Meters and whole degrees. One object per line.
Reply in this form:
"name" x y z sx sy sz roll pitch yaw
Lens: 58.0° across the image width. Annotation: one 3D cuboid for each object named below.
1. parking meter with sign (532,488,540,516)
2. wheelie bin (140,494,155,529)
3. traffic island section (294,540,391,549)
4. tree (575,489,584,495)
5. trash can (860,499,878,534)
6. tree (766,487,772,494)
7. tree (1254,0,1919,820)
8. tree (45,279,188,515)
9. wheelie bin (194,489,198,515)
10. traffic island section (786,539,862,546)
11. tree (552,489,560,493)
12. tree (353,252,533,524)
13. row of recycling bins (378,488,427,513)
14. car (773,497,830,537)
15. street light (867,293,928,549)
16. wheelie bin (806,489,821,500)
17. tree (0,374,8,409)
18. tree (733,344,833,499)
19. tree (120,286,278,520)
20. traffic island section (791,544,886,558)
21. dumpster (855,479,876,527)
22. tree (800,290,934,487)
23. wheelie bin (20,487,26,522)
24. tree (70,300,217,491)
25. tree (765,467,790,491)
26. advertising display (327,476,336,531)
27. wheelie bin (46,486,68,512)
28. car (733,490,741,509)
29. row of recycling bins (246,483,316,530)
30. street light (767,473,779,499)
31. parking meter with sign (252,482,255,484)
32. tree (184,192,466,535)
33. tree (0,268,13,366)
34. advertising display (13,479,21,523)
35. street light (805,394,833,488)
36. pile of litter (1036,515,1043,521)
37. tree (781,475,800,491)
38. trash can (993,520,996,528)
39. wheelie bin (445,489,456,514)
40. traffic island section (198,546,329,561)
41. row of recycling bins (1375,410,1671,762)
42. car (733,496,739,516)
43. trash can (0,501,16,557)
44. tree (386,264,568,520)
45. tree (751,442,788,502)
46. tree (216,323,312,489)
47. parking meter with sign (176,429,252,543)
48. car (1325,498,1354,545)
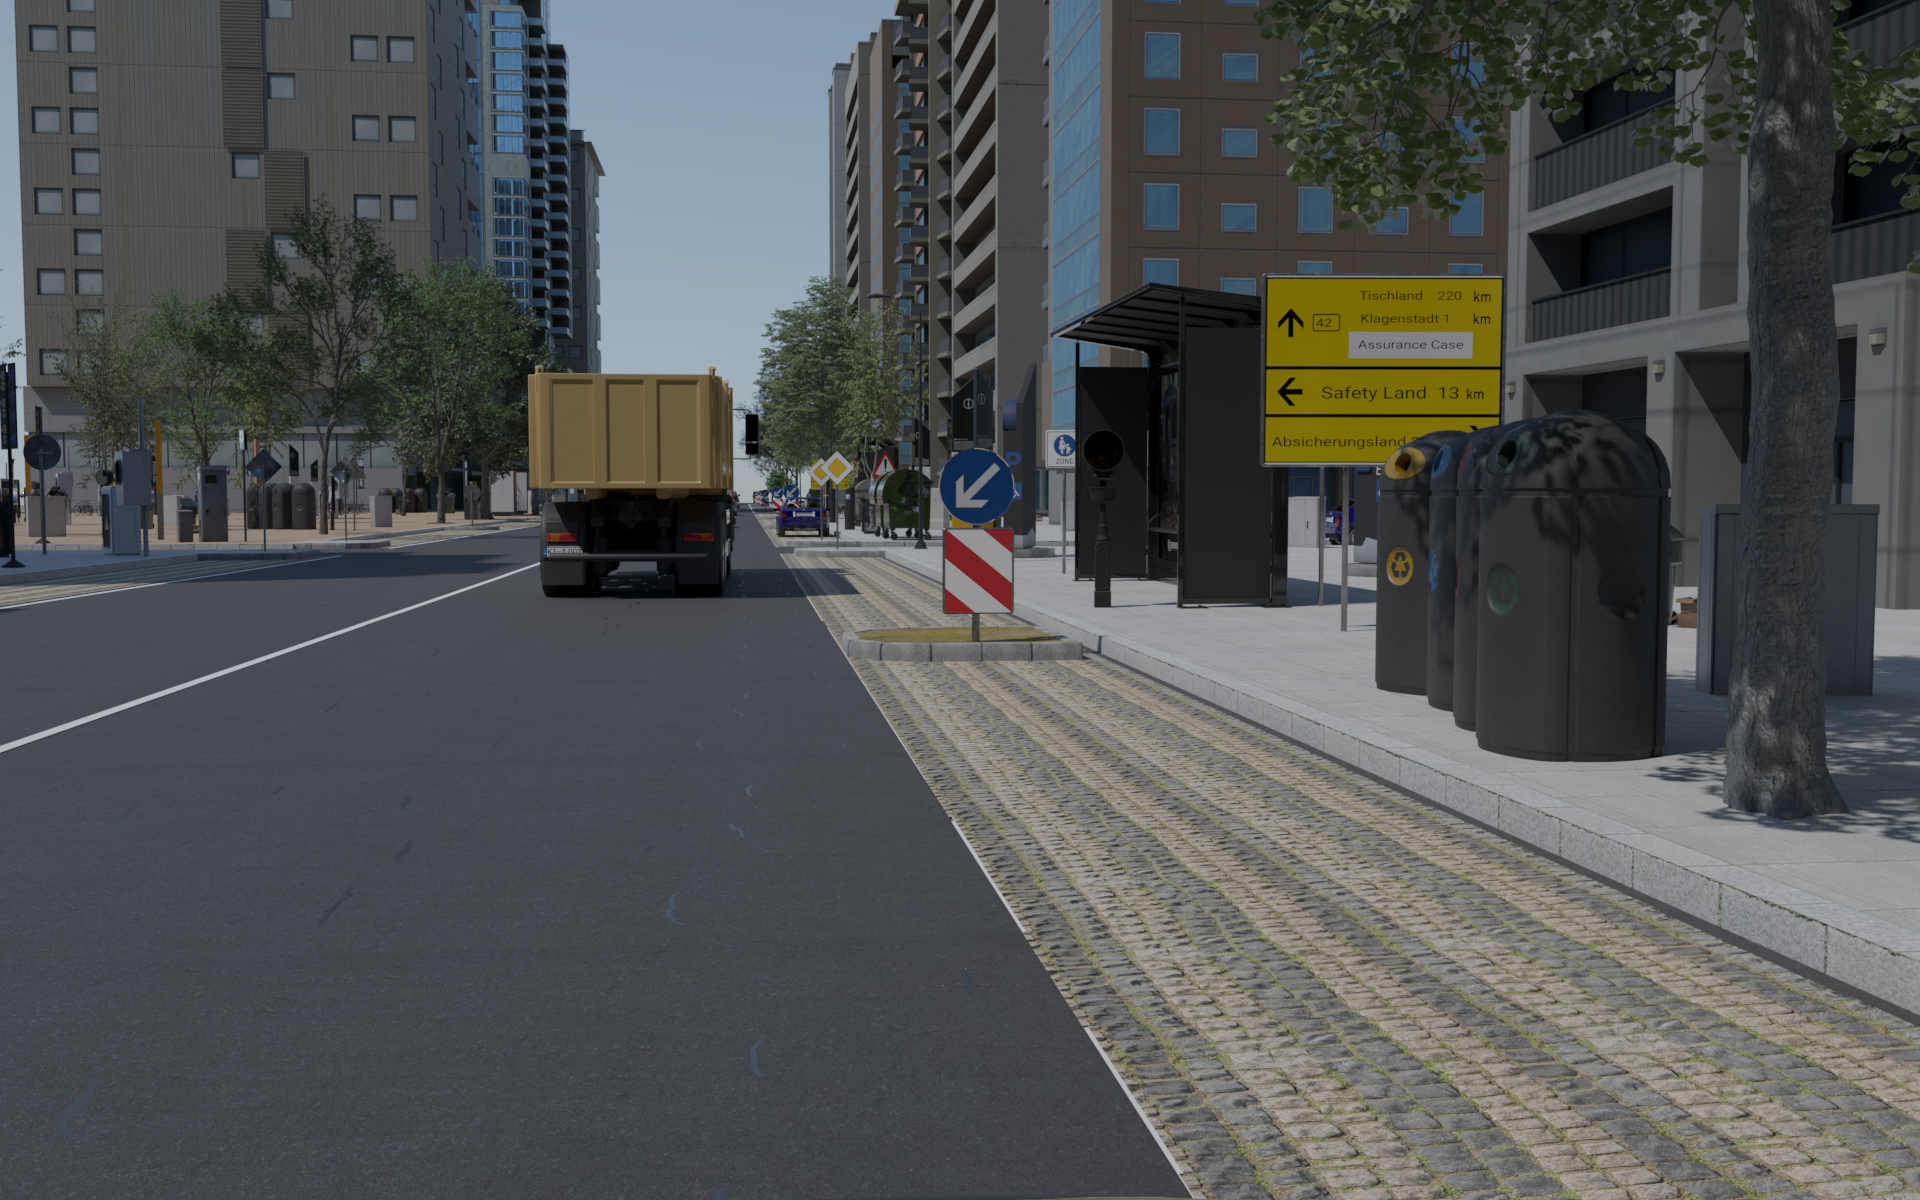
"parking meter with sign" -25.568 -6.607 104.289 0.543 3.016 1.738 -1 4 -12
"wheelie bin" -29.978 -3.399 63.483 0.693 1.594 0.980 0 4 -2
"traffic island section" -16.514 -1.484 46.537 2.009 0.180 2.903 0 4 -7
"tree" -30.992 -9.078 143.021 1.663 3.219 1.824 0 3 0
"trash can" -2.873 -2.702 55.825 0.748 1.137 0.748 0 3 0
"tree" -27.135 -15.566 249.108 1.663 3.219 1.824 0 3 0
"tree" 2.955 -5.428 6.868 7.486 12.596 7.792 0 3 0
"tree" -29.459 -6.717 60.191 4.360 8.622 3.978 0 3 0
"wheelie bin" -45.862 -5.920 104.699 0.693 1.594 0.980 2 4 28
"traffic island section" -3.822 -1.581 48.128 2.009 0.180 2.903 0 4 -7
"tree" -27.383 -7.450 116.410 1.663 3.219 1.824 0 3 0
"tree" -22.380 -9.103 74.596 9.928 11.665 9.643 0 3 0
"row of recycling bins" -37.684 -6.724 117.044 1.069 1.692 3.534 3 5 39
"car" -5.342 -2.813 58.572 1.945 1.354 3.894 0 4 -7
"street light" -1.456 -4.141 40.251 1.470 5.913 1.316 0 4 -7
"wheelie bin" -8.502 -5.657 100.407 0.980 1.594 0.693 -2 4 -34
"tree" -16.660 -2.649 27.025 4.285 4.588 4.351 0 3 0
"tree" -13.377 -14.072 140.441 12.009 13.543 11.850 0 3 0
"tree" -38.183 -9.890 87.450 9.928 11.665 9.643 0 3 0
"traffic island section" -2.822 -1.096 40.205 2.009 0.180 2.903 0 4 -7
"dumpster" -3.518 -3.818 68.184 1.264 1.857 1.865 0 4 -7
"tree" -3.136 -6.923 63.546 4.737 8.622 4.395 0 3 0
"wheelie bin" -42.164 -4.328 78.665 0.980 1.594 0.693 -1 4 -20
"tree" -32.195 -7.114 66.676 4.737 8.622 4.395 0 3 0
"tree" -21.783 -13.683 207.435 4.285 4.588 4.351 0 3 0
"advertising display" -22.219 -3.427 61.241 0.123 1.923 0.974 -2 4 -27
"wheelie bin" -36.380 -3.786 69.804 0.693 1.594 0.980 0 4 -2
"car" -22.938 -9.983 171.888 2.281 1.827 5.304 0 4 -6
"row of recycling bins" -24.772 -3.426 63.132 3.534 1.692 1.069 2 4 34
"street light" -21.397 -13.833 198.707 1.470 5.913 1.316 0 4 -7
"parking meter with sign" -45.809 -7.085 112.098 0.543 3.016 1.738 -2 4 -23
"tree" -20.199 -7.338 54.383 8.767 10.594 7.601 0 4 -7
"tree" -30.623 -6.241 52.409 4.360 8.622 3.978 0 3 0
"advertising display" -41.862 -4.357 76.450 0.974 1.923 0.123 2 4 24
"street light" -6.519 -6.609 80.598 1.470 5.913 1.316 0 4 -7
"pile of litter" 3.348 -4.093 80.893 1.719 0.858 1.176 -1 4 -20
"tree" -19.522 -12.331 196.213 1.663 3.219 1.824 0 3 0
"trash can" 0.541 -1.768 40.554 0.748 1.137 0.748 0 3 0
"wheelie bin" -33.579 -6.474 113.762 0.980 1.594 0.693 1 4 11
"traffic island section" -15.514 -0.999 38.615 2.009 0.180 2.903 0 4 -7
"row of recycling bins" 3.153 -0.174 9.964 1.069 1.692 3.534 0 4 3
"car" -15.684 -6.302 115.039 2.014 1.417 4.499 0 4 -7
"trash can" -19.578 -1.438 35.166 0.748 1.137 0.748 0 3 0
"tree" -23.767 -10.384 86.787 9.611 12.733 9.660 0 3 0
"tree" -29.488 -21.257 273.302 9.928 11.665 9.643 0 3 0
"tree" -30.398 -7.636 75.205 4.737 8.622 4.395 0 3 0
"parking meter with sign" -20.006 -3.061 46.302 1.738 3.016 0.543 -2 4 -34
"car" 11.411 -1.985 45.034 3.894 1.354 1.945 0 4 -5
